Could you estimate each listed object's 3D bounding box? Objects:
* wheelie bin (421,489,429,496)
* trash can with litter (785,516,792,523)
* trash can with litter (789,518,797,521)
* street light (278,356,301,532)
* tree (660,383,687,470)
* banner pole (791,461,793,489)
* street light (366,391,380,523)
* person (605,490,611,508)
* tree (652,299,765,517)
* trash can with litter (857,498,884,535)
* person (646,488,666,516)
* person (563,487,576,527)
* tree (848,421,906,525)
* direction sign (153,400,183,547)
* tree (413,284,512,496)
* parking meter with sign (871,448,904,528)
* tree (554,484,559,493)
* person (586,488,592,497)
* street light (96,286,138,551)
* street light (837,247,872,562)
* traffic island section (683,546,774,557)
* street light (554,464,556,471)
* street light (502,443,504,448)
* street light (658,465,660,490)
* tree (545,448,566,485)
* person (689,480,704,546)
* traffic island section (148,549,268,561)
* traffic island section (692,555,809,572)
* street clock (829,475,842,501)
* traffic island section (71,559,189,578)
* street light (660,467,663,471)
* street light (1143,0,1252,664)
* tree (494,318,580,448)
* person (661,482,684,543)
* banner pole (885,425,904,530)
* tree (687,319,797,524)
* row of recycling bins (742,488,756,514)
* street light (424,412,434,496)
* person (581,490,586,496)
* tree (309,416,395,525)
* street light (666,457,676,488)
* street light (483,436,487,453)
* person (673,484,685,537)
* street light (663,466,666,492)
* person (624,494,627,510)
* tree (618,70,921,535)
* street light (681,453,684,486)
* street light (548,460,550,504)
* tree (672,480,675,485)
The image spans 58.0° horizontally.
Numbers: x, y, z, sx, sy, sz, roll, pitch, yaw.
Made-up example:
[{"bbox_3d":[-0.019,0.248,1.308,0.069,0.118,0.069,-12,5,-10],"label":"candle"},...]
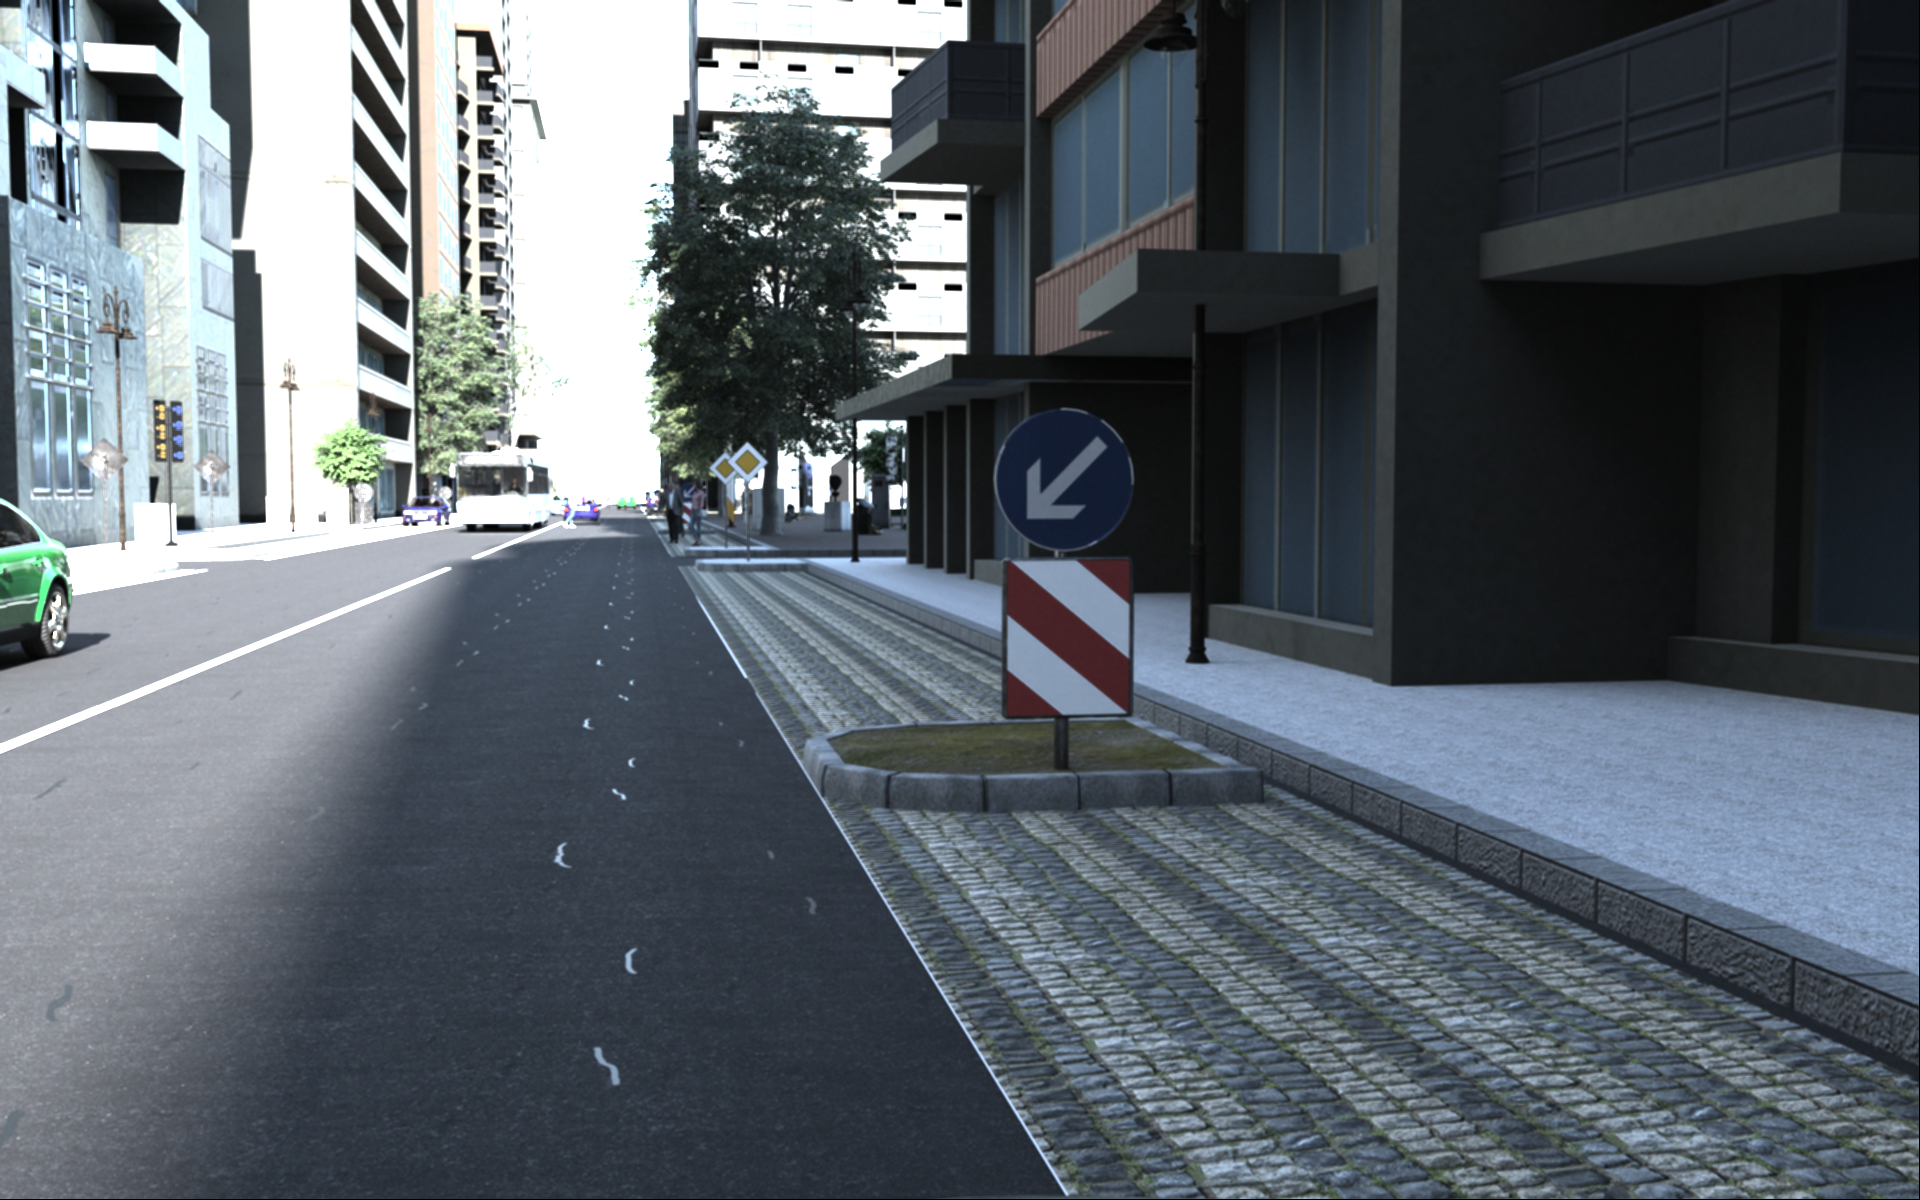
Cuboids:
[{"bbox_3d":[-33.906,-6.271,110.431,0.980,1.594,0.693,-1,4,-14],"label":"wheelie bin"},{"bbox_3d":[-8.109,-4.068,77.893,1.055,1.170,0.624,-3,5,-41],"label":"trash can with litter"},{"bbox_3d":[-8.735,-4.481,84.318,1.678,1.210,2.233,-2,4,-35],"label":"trash can with litter"},{"bbox_3d":[-22.499,-5.228,58.270,0.468,5.910,1.993,-1,4,-11],"label":"street light"},{"bbox_3d":[-16.730,-9.731,109.467,4.360,8.622,3.978,0,3,0],"label":"tree"},{"bbox_3d":[-10.944,-7.683,115.638,0.863,3.779,0.401,-2,4,-31],"label":"banner pole"},{"bbox_3d":[-26.329,-6.428,77.891,0.468,5.910,1.993,-1,4,-11],"label":"street light"},{"bbox_3d":[-35.381,-10.149,174.306,0.599,1.838,0.709,2,4,34],"label":"person"},{"bbox_3d":[-13.497,-11.006,98.070,7.486,12.596,7.792,0,3,0],"label":"tree"},{"bbox_3d":[-2.842,-2.658,54.845,1.055,1.170,0.624,3,5,44],"label":"trash can with litter"},{"bbox_3d":[-19.366,-6.249,110.885,1.509,1.804,0.699,3,5,39],"label":"person"},{"bbox_3d":[-16.782,-3.995,74.482,0.598,1.740,0.731,-2,4,-27],"label":"person"},{"bbox_3d":[-3.037,-5.496,73.575,4.285,4.588,4.351,0,3,0],"label":"tree"},{"bbox_3d":[-19.218,-3.066,42.119,0.379,3.537,0.876,1,4,19],"label":"direction sign"},{"bbox_3d":[-32.462,-12.204,106.184,9.857,13.997,8.962,0,3,0],"label":"tree"},{"bbox_3d":[-2.975,-4.198,64.897,1.738,3.016,0.543,0,4,3],"label":"parking meter with sign"},{"bbox_3d":[-62.460,-16.567,265.467,1.663,3.219,1.824,0,3,0],"label":"tree"},{"bbox_3d":[-24.312,-6.432,113.694,0.654,1.822,0.581,3,4,37],"label":"person"},{"bbox_3d":[-18.749,-4.027,38.634,0.468,5.910,1.993,-1,4,-11],"label":"street light"},{"bbox_3d":[-1.986,-3.660,32.634,0.468,5.910,1.993,-1,4,-11],"label":"street light"},{"bbox_3d":[-5.501,-1.139,40.911,2.009,0.180,2.903,-1,4,-11],"label":"traffic island section"},{"bbox_3d":[-59.784,-17.301,255.651,0.468,5.910,1.993,-1,4,-11],"label":"street light"},{"bbox_3d":[-40.582,-11.085,154.028,0.468,5.910,1.993,-1,4,-11],"label":"street light"},{"bbox_3d":[-43.264,-17.040,251.393,0.468,5.910,1.993,-1,4,-11],"label":"street light"},{"bbox_3d":[-63.332,-19.531,269.699,4.360,8.622,3.978,0,3,0],"label":"tree"},{"bbox_3d":[-7.267,-2.397,47.696,0.555,1.821,0.388,3,5,39],"label":"person"},{"bbox_3d":[-16.745,-1.010,38.799,2.009,0.180,2.903,-1,4,-11],"label":"traffic island section"},{"bbox_3d":[-4.019,-0.660,33.064,2.009,0.180,2.903,-1,4,-11],"label":"traffic island section"},{"bbox_3d":[-4.783,-3.784,66.443,0.471,2.002,0.358,0,4,3],"label":"street clock"},{"bbox_3d":[-15.263,-0.530,30.952,2.009,0.180,2.903,-1,4,-11],"label":"traffic island section"},{"bbox_3d":[-39.542,-15.824,231.511,0.468,5.910,1.993,-1,4,-11],"label":"street light"},{"bbox_3d":[1.806,-2.460,13.006,0.468,5.910,1.993,-1,4,-11],"label":"street light"},{"bbox_3d":[-46.644,-20.067,183.979,12.611,20.169,13.585,0,3,0],"label":"tree"},{"bbox_3d":[-8.336,-2.525,50.183,0.661,1.777,0.834,-1,4,-9],"label":"person"},{"bbox_3d":[-2.316,-4.437,62.568,0.863,3.779,0.401,-1,4,-22],"label":"banner pole"},{"bbox_3d":[-8.959,-7.564,74.037,4.360,8.622,3.978,0,3,0],"label":"tree"},{"bbox_3d":[-12.592,-6.291,109.978,3.534,1.692,1.069,3,5,45],"label":"row of recycling bins"},{"bbox_3d":[-29.989,-7.655,97.953,0.468,5.910,1.993,-1,4,-11],"label":"street light"},{"bbox_3d":[-28.216,-7.364,129.582,0.721,1.739,1.217,2,4,31],"label":"person"},{"bbox_3d":[-25.259,-5.403,72.054,4.285,4.588,4.351,0,3,0],"label":"tree"},{"bbox_3d":[-31.621,-13.279,189.901,0.468,5.910,1.993,-1,4,-11],"label":"street light"},{"bbox_3d":[-36.878,-9.884,134.383,0.468,5.910,1.993,-1,4,-11],"label":"street light"},{"bbox_3d":[-9.375,-2.961,57.330,0.576,1.772,0.534,1,4,10],"label":"person"},{"bbox_3d":[-35.672,-14.587,211.287,0.468,5.910,1.993,-1,4,-11],"label":"street light"},{"bbox_3d":[-29.865,-8.725,154.419,0.557,1.426,1.065,-1,4,-16],"label":"person"},{"bbox_3d":[-5.930,-9.025,54.206,9.857,13.997,8.962,0,3,0],"label":"tree"},{"bbox_3d":[-24.174,-10.866,150.443,0.468,5.910,1.993,-1,4,-11],"label":"street light"},{"bbox_3d":[-55.823,-16.048,235.169,0.468,5.910,1.993,-1,4,-11],"label":"street light"},{"bbox_3d":[-32.494,-12.503,199.031,1.663,3.219,1.824,0,3,0],"label":"tree"}]
